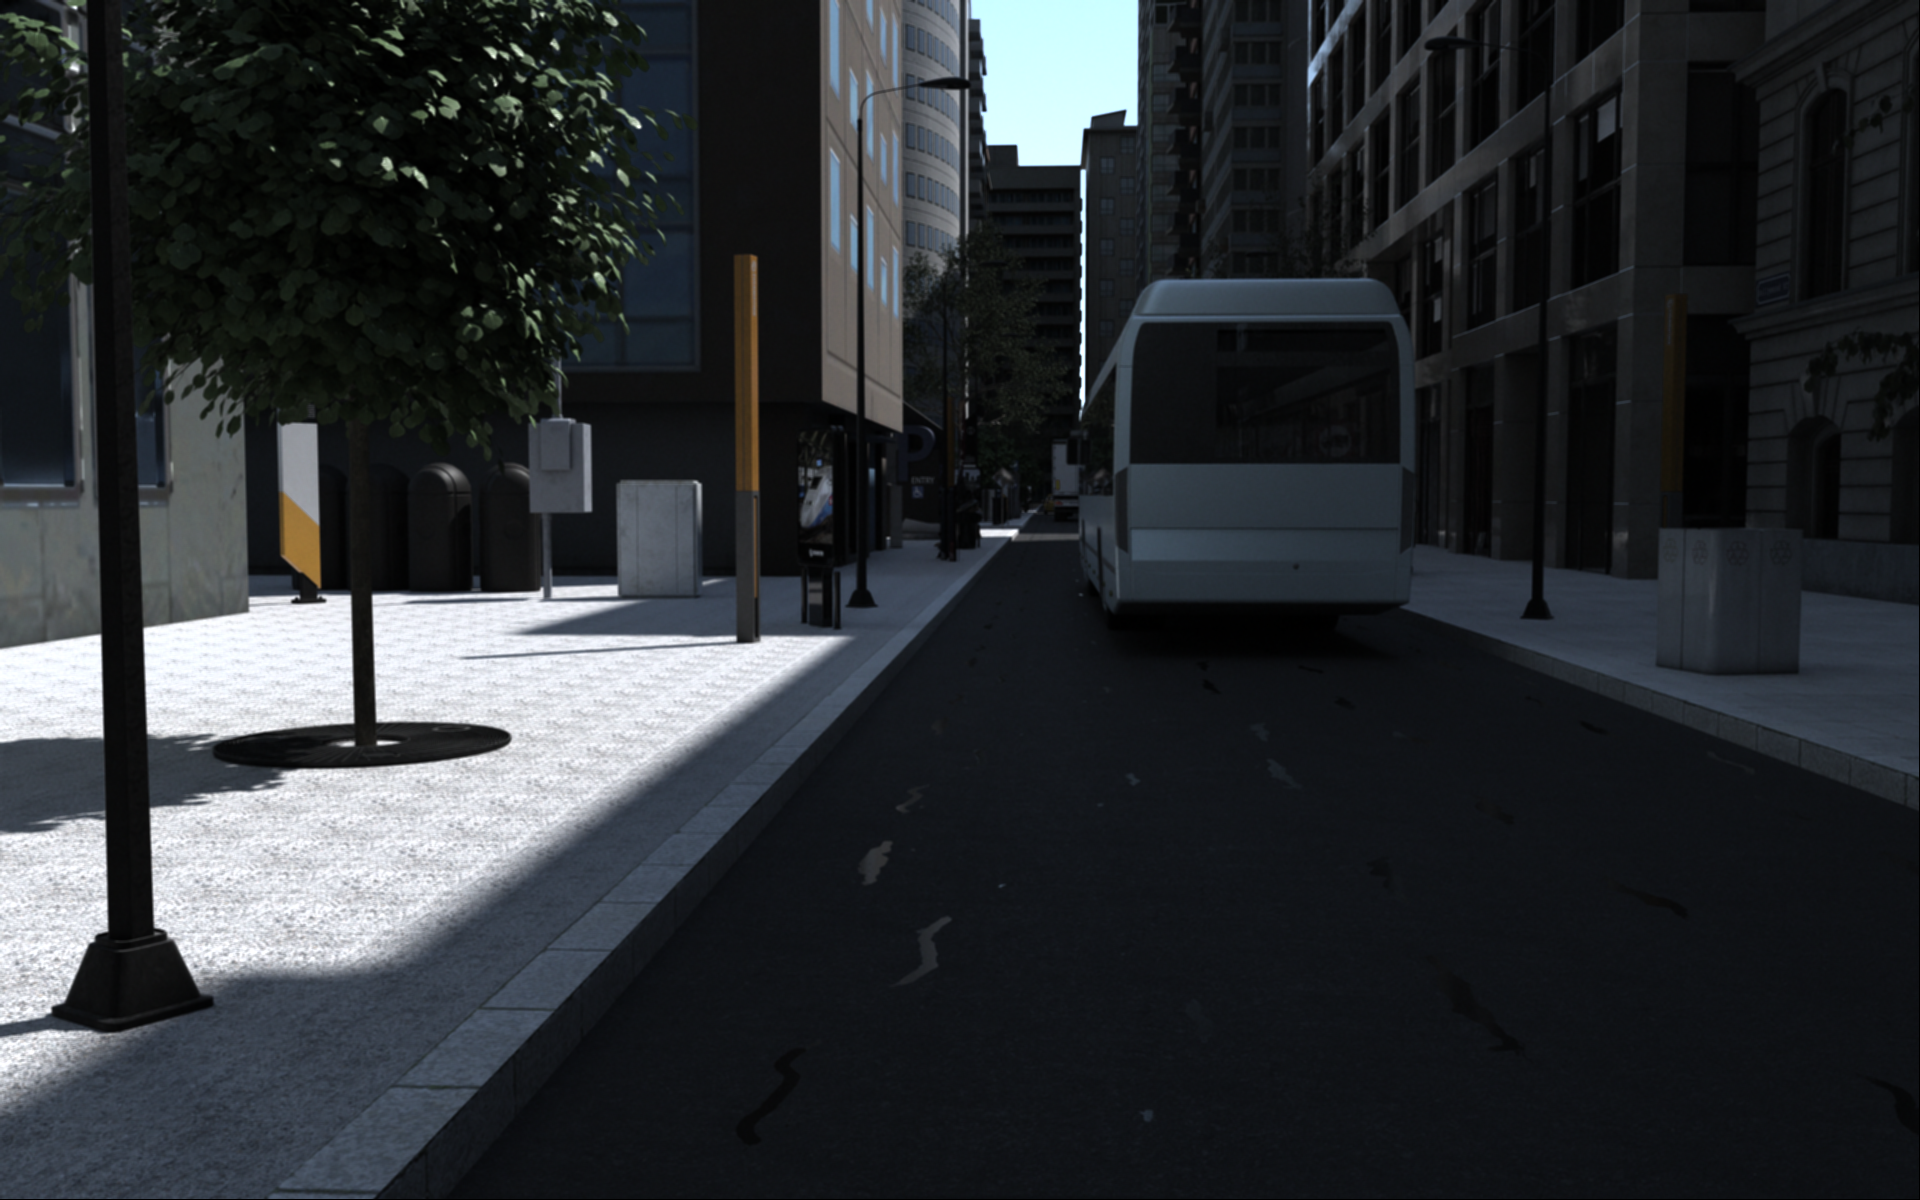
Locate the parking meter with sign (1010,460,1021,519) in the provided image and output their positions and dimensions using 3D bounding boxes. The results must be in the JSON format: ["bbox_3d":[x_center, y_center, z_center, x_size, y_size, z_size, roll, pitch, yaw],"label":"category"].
[{"bbox_3d":[2.871,-5.732,89.972,0.543,3.016,1.738,1,4,8],"label":"parking meter with sign"}]

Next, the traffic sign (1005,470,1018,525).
[{"bbox_3d":[1.978,-4.131,71.187,0.795,2.450,0.064,0,4,3],"label":"traffic sign"}]

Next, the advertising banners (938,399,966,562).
[{"bbox_3d":[-0.146,-2.253,33.027,0.090,3.025,2.074,-1,4,-13],"label":"advertising banners"}]

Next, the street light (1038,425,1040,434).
[{"bbox_3d":[3.769,-7.834,100.626,1.470,5.913,1.316,0,4,3],"label":"street light"}]

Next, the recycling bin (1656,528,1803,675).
[{"bbox_3d":[5.598,-0.004,12.627,0.722,1.027,0.722,-1,4,-11],"label":"recycling bin"}]

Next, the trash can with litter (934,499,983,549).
[{"bbox_3d":[-0.035,-1.769,40.312,1.055,1.170,0.624,-2,4,-27],"label":"trash can with litter"}]

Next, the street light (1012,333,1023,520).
[{"bbox_3d":[1.012,-4.749,50.185,1.470,5.913,1.316,0,4,3],"label":"street light"}]

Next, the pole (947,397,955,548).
[{"bbox_3d":[-0.214,-2.614,36.587,0.158,3.312,0.155,0,3,0],"label":"pole"}]

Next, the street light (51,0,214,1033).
[{"bbox_3d":[-1.516,-1.930,4.091,1.470,5.913,1.316,0,4,3],"label":"street light"}]

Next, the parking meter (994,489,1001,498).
[{"bbox_3d":[1.963,-4.975,89.758,0.372,1.533,0.369,0,3,0],"label":"parking meter"}]

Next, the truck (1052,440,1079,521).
[{"bbox_3d":[6.419,-6.479,94.838,2.839,4.237,11.283,0,4,4],"label":"truck"}]

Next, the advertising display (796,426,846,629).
[{"bbox_3d":[-1.354,-0.707,16.770,0.123,1.923,0.974,-2,4,-27],"label":"advertising display"}]

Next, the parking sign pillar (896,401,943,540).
[{"bbox_3d":[-1.132,-3.702,48.999,1.447,3.967,1.447,1,4,19],"label":"parking sign pillar"}]

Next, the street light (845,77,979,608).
[{"bbox_3d":[-0.579,-2.871,19.484,1.470,5.913,1.316,0,4,3],"label":"street light"}]

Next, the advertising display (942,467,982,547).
[{"bbox_3d":[0.051,-2.219,41.488,0.974,1.923,0.123,-1,4,-22],"label":"advertising display"}]

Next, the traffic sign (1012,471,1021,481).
[{"bbox_3d":[2.932,-5.773,94.501,0.768,2.556,0.104,1,4,13],"label":"traffic sign"}]

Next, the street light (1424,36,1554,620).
[{"bbox_3d":[5.416,-2.764,17.731,1.470,5.913,1.316,0,4,3],"label":"street light"}]

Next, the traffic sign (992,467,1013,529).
[{"bbox_3d":[1.552,-3.643,63.213,0.795,2.450,0.064,0,4,3],"label":"traffic sign"}]

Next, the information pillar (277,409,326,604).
[{"bbox_3d":[-7.713,-1.765,20.210,0.183,3.616,0.504,2,4,35],"label":"information pillar"}]

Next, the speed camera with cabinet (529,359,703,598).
[{"bbox_3d":[-4.252,-1.658,21.452,2.038,3.252,0.660,0,4,-2],"label":"speed camera with cabinet"}]

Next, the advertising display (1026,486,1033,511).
[{"bbox_3d":[5.204,-7.874,133.950,0.974,1.923,0.123,3,5,42],"label":"advertising display"}]

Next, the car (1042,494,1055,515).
[{"bbox_3d":[6.813,-6.884,122.769,2.015,1.641,3.980,0,4,2],"label":"car"}]

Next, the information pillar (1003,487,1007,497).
[{"bbox_3d":[2.454,-6.112,91.278,0.504,3.616,0.183,-2,4,-32],"label":"information pillar"}]

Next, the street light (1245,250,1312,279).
[{"bbox_3d":[6.141,-3.708,33.166,1.470,5.913,1.316,0,4,3],"label":"street light"}]

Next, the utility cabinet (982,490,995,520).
[{"bbox_3d":[1.371,-4.680,85.189,0.318,1.500,1.173,-1,4,-19],"label":"utility cabinet"}]

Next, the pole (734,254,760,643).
[{"bbox_3d":[-1.831,-1.288,14.902,0.158,3.312,0.155,0,3,0],"label":"pole"}]

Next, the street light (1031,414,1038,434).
[{"bbox_3d":[2.971,-6.923,85.738,1.470,5.913,1.316,0,4,3],"label":"street light"}]

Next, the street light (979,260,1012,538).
[{"bbox_3d":[0.242,-3.796,34.612,1.470,5.913,1.316,0,4,3],"label":"street light"}]

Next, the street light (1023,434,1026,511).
[{"bbox_3d":[2.023,-6.022,71.002,1.470,5.913,1.316,0,4,3],"label":"street light"}]

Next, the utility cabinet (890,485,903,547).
[{"bbox_3d":[-1.522,-2.011,41.567,0.318,1.500,1.173,0,4,-2],"label":"utility cabinet"}]

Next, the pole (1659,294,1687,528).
[{"bbox_3d":[7.315,-1.464,17.786,0.158,3.312,0.155,0,3,0],"label":"pole"}]

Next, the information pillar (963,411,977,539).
[{"bbox_3d":[0.222,-3.517,48.865,0.504,3.616,0.183,-1,4,-9],"label":"information pillar"}]
